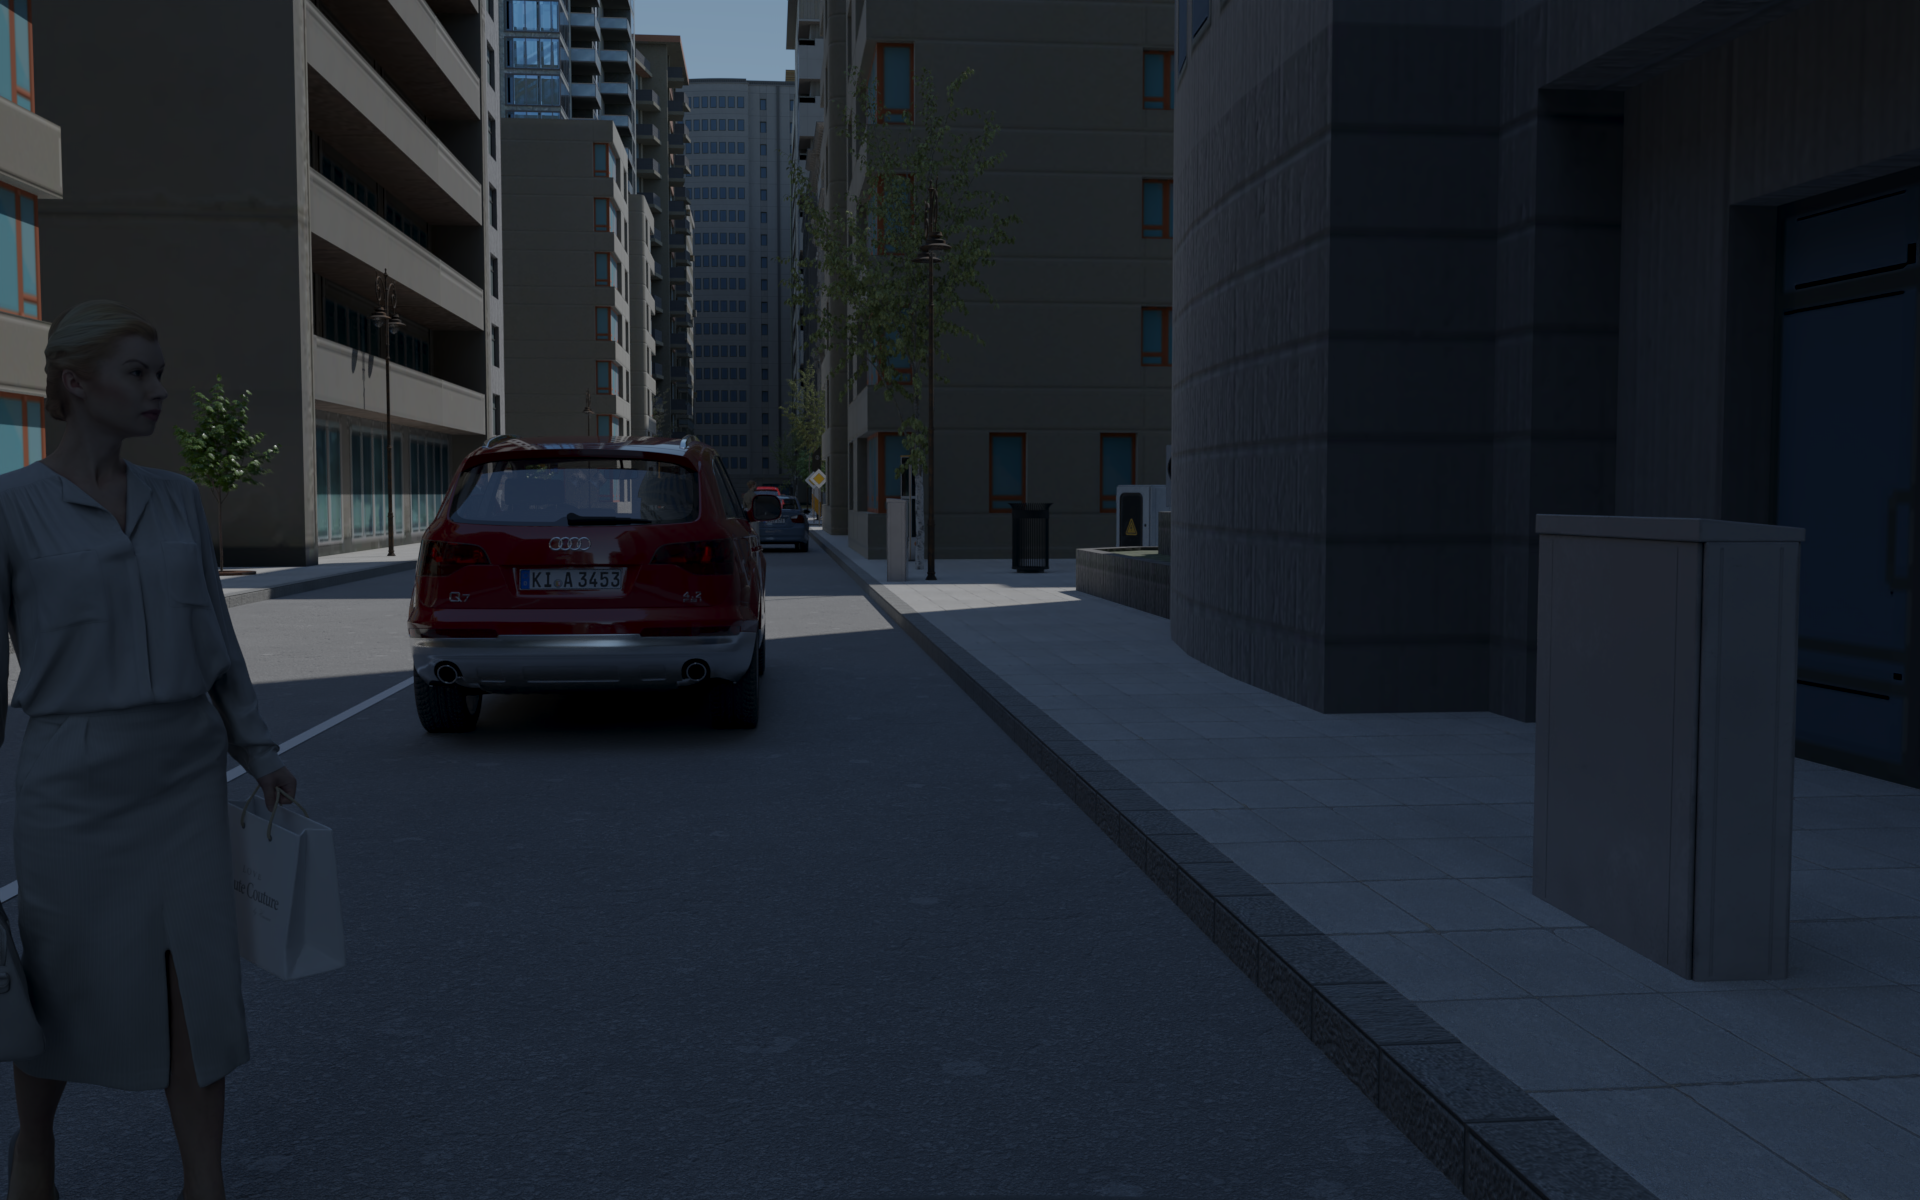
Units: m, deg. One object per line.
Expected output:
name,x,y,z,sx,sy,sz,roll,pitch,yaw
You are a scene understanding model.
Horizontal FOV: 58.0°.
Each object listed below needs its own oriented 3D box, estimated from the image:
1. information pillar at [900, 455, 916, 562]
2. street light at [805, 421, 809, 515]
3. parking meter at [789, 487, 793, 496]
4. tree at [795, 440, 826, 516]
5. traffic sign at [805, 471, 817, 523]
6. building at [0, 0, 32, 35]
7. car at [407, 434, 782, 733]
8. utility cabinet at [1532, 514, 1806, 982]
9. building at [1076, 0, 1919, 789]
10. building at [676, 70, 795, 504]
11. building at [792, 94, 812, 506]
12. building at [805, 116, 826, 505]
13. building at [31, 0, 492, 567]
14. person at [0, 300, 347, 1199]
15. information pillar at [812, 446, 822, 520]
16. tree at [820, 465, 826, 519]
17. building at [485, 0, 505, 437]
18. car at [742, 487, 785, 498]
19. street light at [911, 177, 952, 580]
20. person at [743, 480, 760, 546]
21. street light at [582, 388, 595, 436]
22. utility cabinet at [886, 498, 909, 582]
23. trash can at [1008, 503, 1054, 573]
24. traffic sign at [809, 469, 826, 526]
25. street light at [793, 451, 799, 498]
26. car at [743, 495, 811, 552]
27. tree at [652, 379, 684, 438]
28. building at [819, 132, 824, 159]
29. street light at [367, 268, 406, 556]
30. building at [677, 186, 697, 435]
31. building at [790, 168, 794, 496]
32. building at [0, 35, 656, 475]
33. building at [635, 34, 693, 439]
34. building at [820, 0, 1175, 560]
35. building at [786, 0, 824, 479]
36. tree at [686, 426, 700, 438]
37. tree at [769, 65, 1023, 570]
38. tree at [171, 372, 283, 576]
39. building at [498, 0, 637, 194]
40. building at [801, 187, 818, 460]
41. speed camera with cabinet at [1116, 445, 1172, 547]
information pillar,-0.924,-1.745,33.028,0.304,2.012,0.304,-3,5,-39
street light,-9.489,-8.247,107.623,0.468,5.910,1.993,0,4,-6
parking meter,-14.251,-8.595,146.235,0.255,1.863,0.399,-1,4,-12
tree,-7.961,-7.178,101.067,4.285,4.588,4.351,0,3,0
traffic sign,-6.453,-4.453,76.445,0.795,2.450,0.064,0,4,-6
building,-23.487,-9.825,5.674,27.650,21.520,28.899,0,4,-6
car,-2.383,-0.204,12.016,2.281,1.827,5.304,0,4,-6
utility cabinet,2.022,0.375,5.037,0.306,1.237,1.020,0,4,-5
building,12.328,-28.713,11.449,21.231,58.520,28.212,0,4,-6
building,-31.468,-42.875,243.007,28.212,58.520,21.231,0,4,-6
building,-8.718,-35.404,202.552,21.300,48.544,21.600,0,4,-6
building,-3.052,-20.122,116.388,14.401,28.519,23.554,0,4,-6
building,-23.255,-25.355,38.264,21.300,48.544,21.600,0,4,-6
person,-1.562,0.343,3.240,0.694,1.780,0.624,-3,4,-38
information pillar,-7.006,-5.712,84.746,0.504,3.616,0.183,2,4,29
tree,-6.724,-5.833,89.967,1.663,3.219,1.824,0,3,0
building,-23.605,-17.635,60.028,14.107,30.474,14.160,0,4,-6
car,-10.258,-5.007,90.538,2.281,1.827,5.304,0,4,-8
street light,-0.429,-3.234,25.664,0.468,5.910,1.993,0,4,-6
person,-4.842,-1.934,40.668,0.362,1.759,0.519,-3,5,-41
street light,-16.182,-6.286,75.564,0.468,5.910,1.993,0,4,-6
utility cabinet,-0.921,-0.897,25.834,0.306,1.237,1.020,0,4,0
trash can,1.148,-1.013,28.213,0.748,1.137,0.748,0,3,0
traffic sign,-5.574,-3.967,68.508,0.795,2.450,0.064,0,4,-6
street light,-14.230,-10.864,150.411,0.468,5.910,1.993,0,4,-6
car,-4.777,-1.957,44.004,2.014,1.417,4.499,0,4,-8
tree,-20.325,-9.873,111.780,4.360,8.622,3.978,0,3,0
building,4.094,-15.081,82.728,21.152,22.565,11.583,0,4,-6
street light,-11.753,-3.843,35.614,0.468,5.910,1.993,0,4,-6
building,-44.003,-31.583,208.271,23.993,40.220,32.217,0,4,-6
building,-14.442,-32.813,220.090,14.154,41.232,14.086,0,4,-6
building,-31.350,-15.178,93.207,27.650,21.520,28.899,0,4,-6
building,-36.686,-31.071,162.633,22.147,44.769,28.867,0,4,-6
building,10.354,-12.479,49.070,27.650,21.520,28.899,0,4,-6
building,-3.209,-36.023,178.217,28.713,52.752,27.495,0,4,-6
tree,-29.398,-14.338,184.791,4.360,8.622,3.978,0,3,0
tree,-0.908,-4.817,29.112,4.737,8.622,4.395,0,3,0
tree,-11.622,-2.012,27.506,1.663,3.219,1.824,0,3,0
building,-34.521,-49.927,128.983,22.319,86.520,31.000,0,4,-6
building,-5.404,-21.194,140.036,14.314,27.812,24.014,0,4,-6
speed camera with cabinet,3.653,-2.247,31.071,0.660,3.252,2.038,-2,4,-34
